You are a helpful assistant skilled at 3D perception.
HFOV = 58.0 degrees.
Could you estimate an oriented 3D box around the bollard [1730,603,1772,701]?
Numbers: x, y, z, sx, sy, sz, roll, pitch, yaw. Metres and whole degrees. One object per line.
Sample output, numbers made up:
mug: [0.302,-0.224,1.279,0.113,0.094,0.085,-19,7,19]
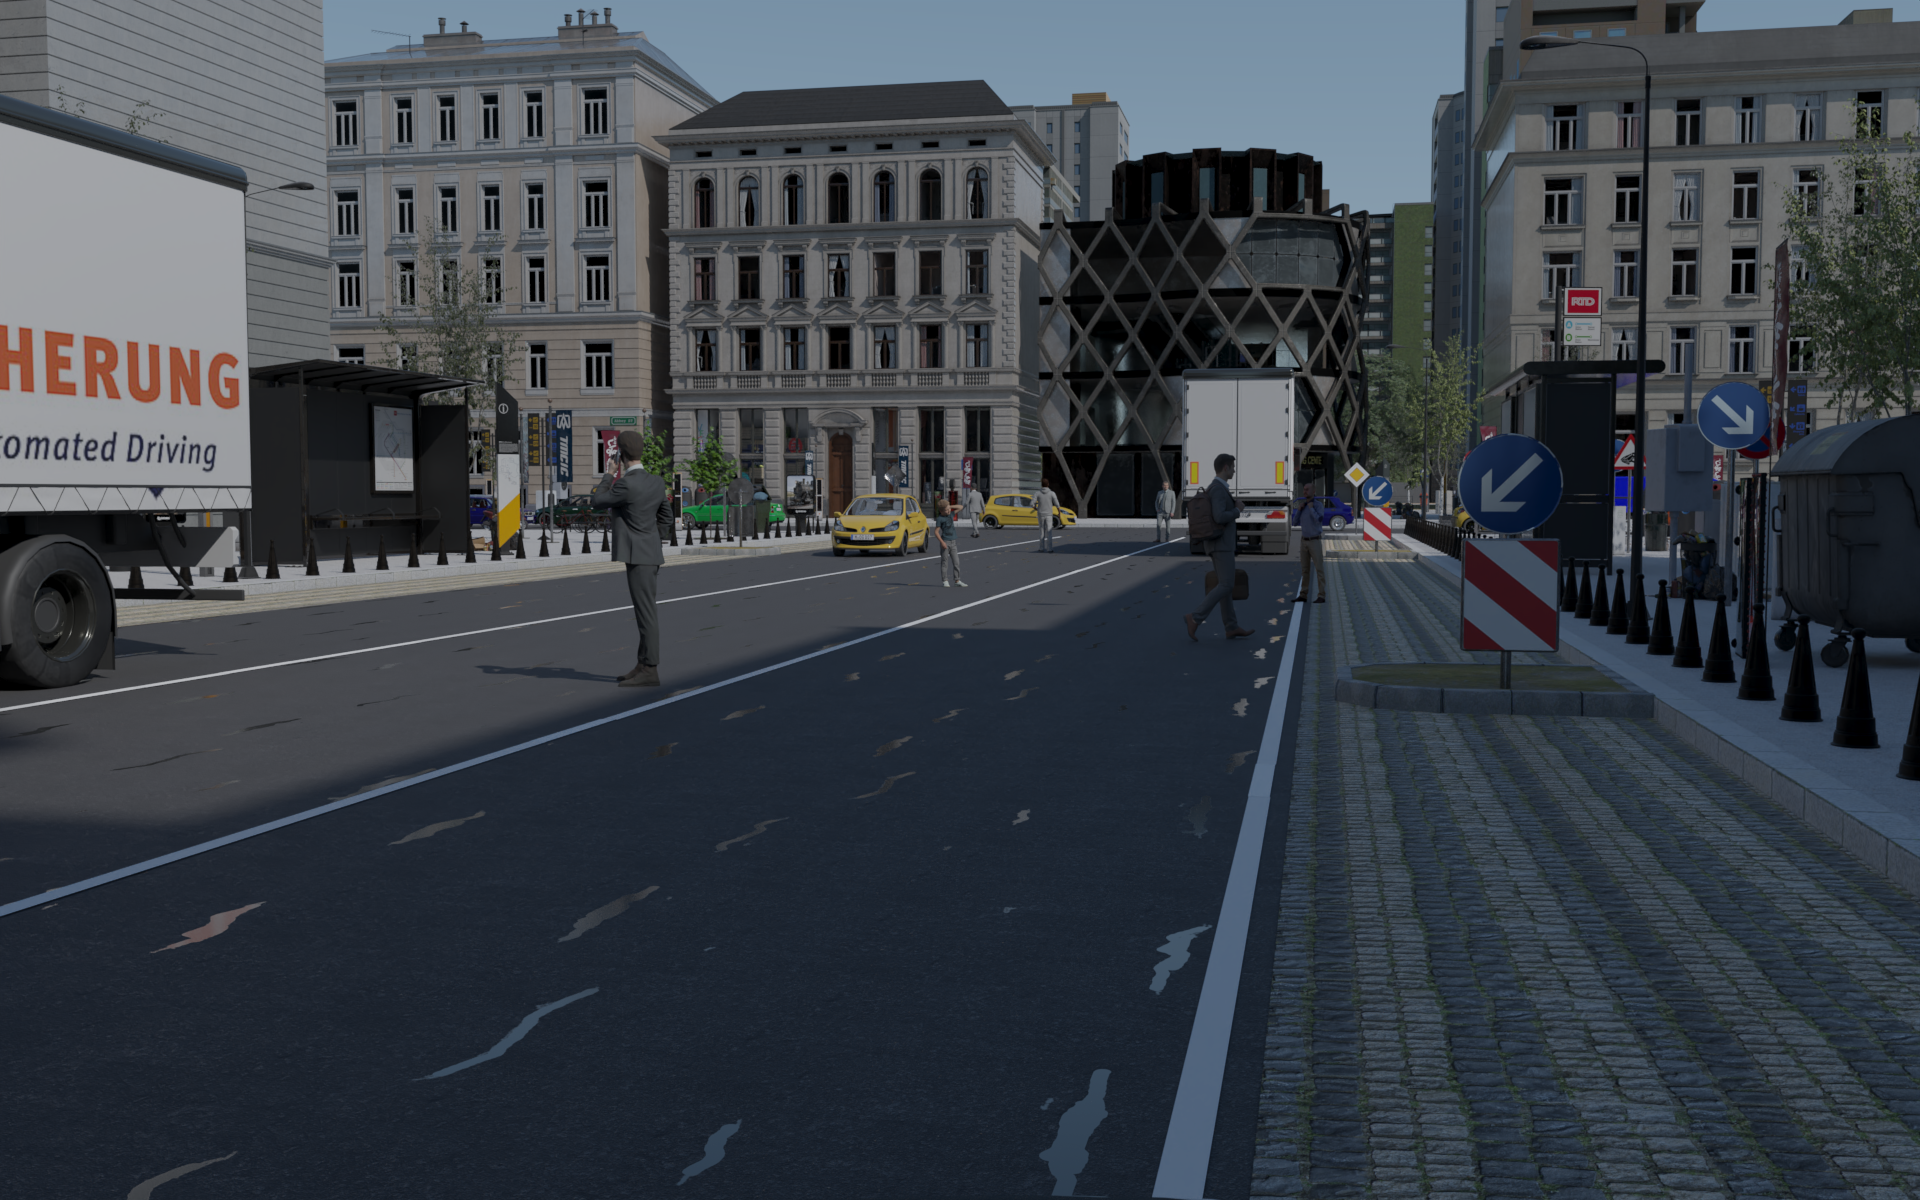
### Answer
bollard: [4.984,0.319,10.823,0.229,0.601,0.229,0,3,0]

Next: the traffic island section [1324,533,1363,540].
traffic island section: [12.533,-1.984,54.719,2.009,0.180,2.903,1,4,12]

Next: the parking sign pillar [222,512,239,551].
parking sign pillar: [-16.164,-3.123,39.531,1.447,3.967,1.447,-1,4,-23]

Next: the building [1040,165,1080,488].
building: [0.089,-30.594,192.099,23.993,40.220,32.217,1,4,12]

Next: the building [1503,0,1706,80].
building: [53.521,-30.360,146.489,14.600,45.320,14.200,1,4,12]

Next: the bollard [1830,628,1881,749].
bollard: [4.563,0.442,8.809,0.229,0.601,0.229,0,3,0]

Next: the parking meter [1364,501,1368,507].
parking meter: [33.230,-8.156,141.759,0.372,1.533,0.369,0,3,0]

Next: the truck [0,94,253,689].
truck: [-8.391,-1.272,9.717,2.839,4.237,11.283,1,4,11]

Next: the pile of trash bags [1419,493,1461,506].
pile of trash bags: [32.299,-6.460,115.377,3.447,1.369,1.912,2,4,28]

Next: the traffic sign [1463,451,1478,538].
traffic sign: [14.609,-2.989,48.971,0.768,2.556,0.104,1,4,18]

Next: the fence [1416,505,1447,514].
fence: [26.942,-5.086,98.536,2.069,0.683,0.278,0,4,2]

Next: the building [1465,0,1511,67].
building: [63.130,-39.037,180.248,21.231,58.520,28.212,1,4,12]

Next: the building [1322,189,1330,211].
building: [45.461,-36.591,248.380,14.200,45.320,14.600,1,4,12]

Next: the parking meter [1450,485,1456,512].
parking meter: [33.258,-6.800,116.886,0.399,1.863,0.255,-3,5,-39]

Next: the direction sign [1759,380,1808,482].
direction sign: [16.332,-2.598,34.472,0.876,3.537,0.379,1,4,20]

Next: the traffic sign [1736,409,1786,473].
traffic sign: [11.677,-1.549,25.425,0.768,2.556,0.104,1,4,13]

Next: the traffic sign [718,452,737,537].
traffic sign: [-7.091,-3.182,52.137,0.768,2.556,0.104,1,4,12]

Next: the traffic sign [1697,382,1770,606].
traffic sign: [8.776,-1.200,19.721,0.768,2.556,0.104,1,4,17]

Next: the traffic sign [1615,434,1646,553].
traffic sign: [14.475,-2.291,37.454,0.884,2.594,0.081,1,4,14]

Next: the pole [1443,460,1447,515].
pole: [29.196,-6.750,104.200,0.158,3.312,0.155,0,3,0]

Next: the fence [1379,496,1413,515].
fence: [25.304,-5.483,100.851,2.264,1.192,0.480,0,4,-1]

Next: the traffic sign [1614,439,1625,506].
traffic sign: [15.160,-2.453,40.209,0.768,2.556,0.104,1,4,17]

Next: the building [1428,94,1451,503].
building: [81.118,-42.924,243.800,28.212,58.520,21.231,1,4,12]

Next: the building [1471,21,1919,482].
building: [41.720,-15.503,86.758,30.059,22.955,16.112,1,4,12]

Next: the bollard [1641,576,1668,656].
bollard: [5.615,0.134,13.851,0.229,0.601,0.229,0,3,0]

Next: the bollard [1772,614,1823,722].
bollard: [4.776,0.381,9.818,0.229,0.601,0.229,0,3,0]

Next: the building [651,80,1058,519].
building: [-5.359,-16.275,94.968,19.941,23.489,11.050,1,4,12]

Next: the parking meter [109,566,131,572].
parking meter: [-13.897,-1.239,28.666,0.372,1.533,0.369,0,3,0]

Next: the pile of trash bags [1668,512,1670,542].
pile of trash bags: [20.362,-2.229,46.195,3.447,1.369,1.912,0,4,5]

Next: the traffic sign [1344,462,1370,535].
traffic sign: [12.508,-3.120,54.647,0.795,2.450,0.064,1,4,12]

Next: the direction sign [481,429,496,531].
direction sign: [-16.297,-4.188,60.472,0.876,3.537,0.379,1,4,16]

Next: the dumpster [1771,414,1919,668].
dumpster: [7.099,-0.462,13.307,1.264,1.857,1.865,1,4,12]

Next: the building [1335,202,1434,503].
building: [59.290,-34.370,245.548,14.086,41.232,14.154,1,4,12]

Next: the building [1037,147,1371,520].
building: [13.548,-13.855,93.979,16.811,18.784,16.820,1,4,12]

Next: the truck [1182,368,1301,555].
truck: [7.261,-3.383,44.223,2.839,4.237,11.283,1,4,11]

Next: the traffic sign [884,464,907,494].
traffic sign: [-2.166,-3.308,57.720,0.795,2.450,0.064,1,4,12]

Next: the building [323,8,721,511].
building: [-25.220,-19.178,99.462,20.117,28.700,13.634,1,4,12]

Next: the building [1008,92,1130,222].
building: [10.801,-43.863,259.161,28.212,58.520,21.231,1,4,12]

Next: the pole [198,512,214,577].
pole: [-11.684,-2.014,26.771,0.158,3.312,0.155,0,3,0]

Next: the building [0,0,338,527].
building: [-33.386,-16.443,46.339,29.804,29.767,11.434,1,4,12]

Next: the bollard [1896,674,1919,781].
bollard: [4.355,0.504,7.803,0.229,0.601,0.229,0,3,0]

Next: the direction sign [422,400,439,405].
direction sign: [-12.889,-3.052,41.899,0.379,3.537,0.876,2,4,23]

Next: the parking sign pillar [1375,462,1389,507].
parking sign pillar: [32.394,-8.834,132.914,1.447,3.967,1.447,-1,4,-18]

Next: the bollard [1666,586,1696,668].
bollard: [5.406,0.195,12.846,0.229,0.601,0.229,0,3,0]

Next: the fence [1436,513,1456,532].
fence: [13.446,-1.983,47.802,0.278,0.683,2.069,0,4,2]

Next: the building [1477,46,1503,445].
building: [55.341,-29.178,160.655,14.154,41.232,14.086,1,4,12]

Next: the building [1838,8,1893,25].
building: [87.036,-33.981,179.298,21.600,48.544,21.300,1,4,12]

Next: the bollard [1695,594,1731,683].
bollard: [5.196,0.257,11.841,0.229,0.601,0.229,0,3,0]

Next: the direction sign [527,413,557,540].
direction sign: [-11.648,-3.450,48.405,0.876,3.537,0.379,1,4,12]
